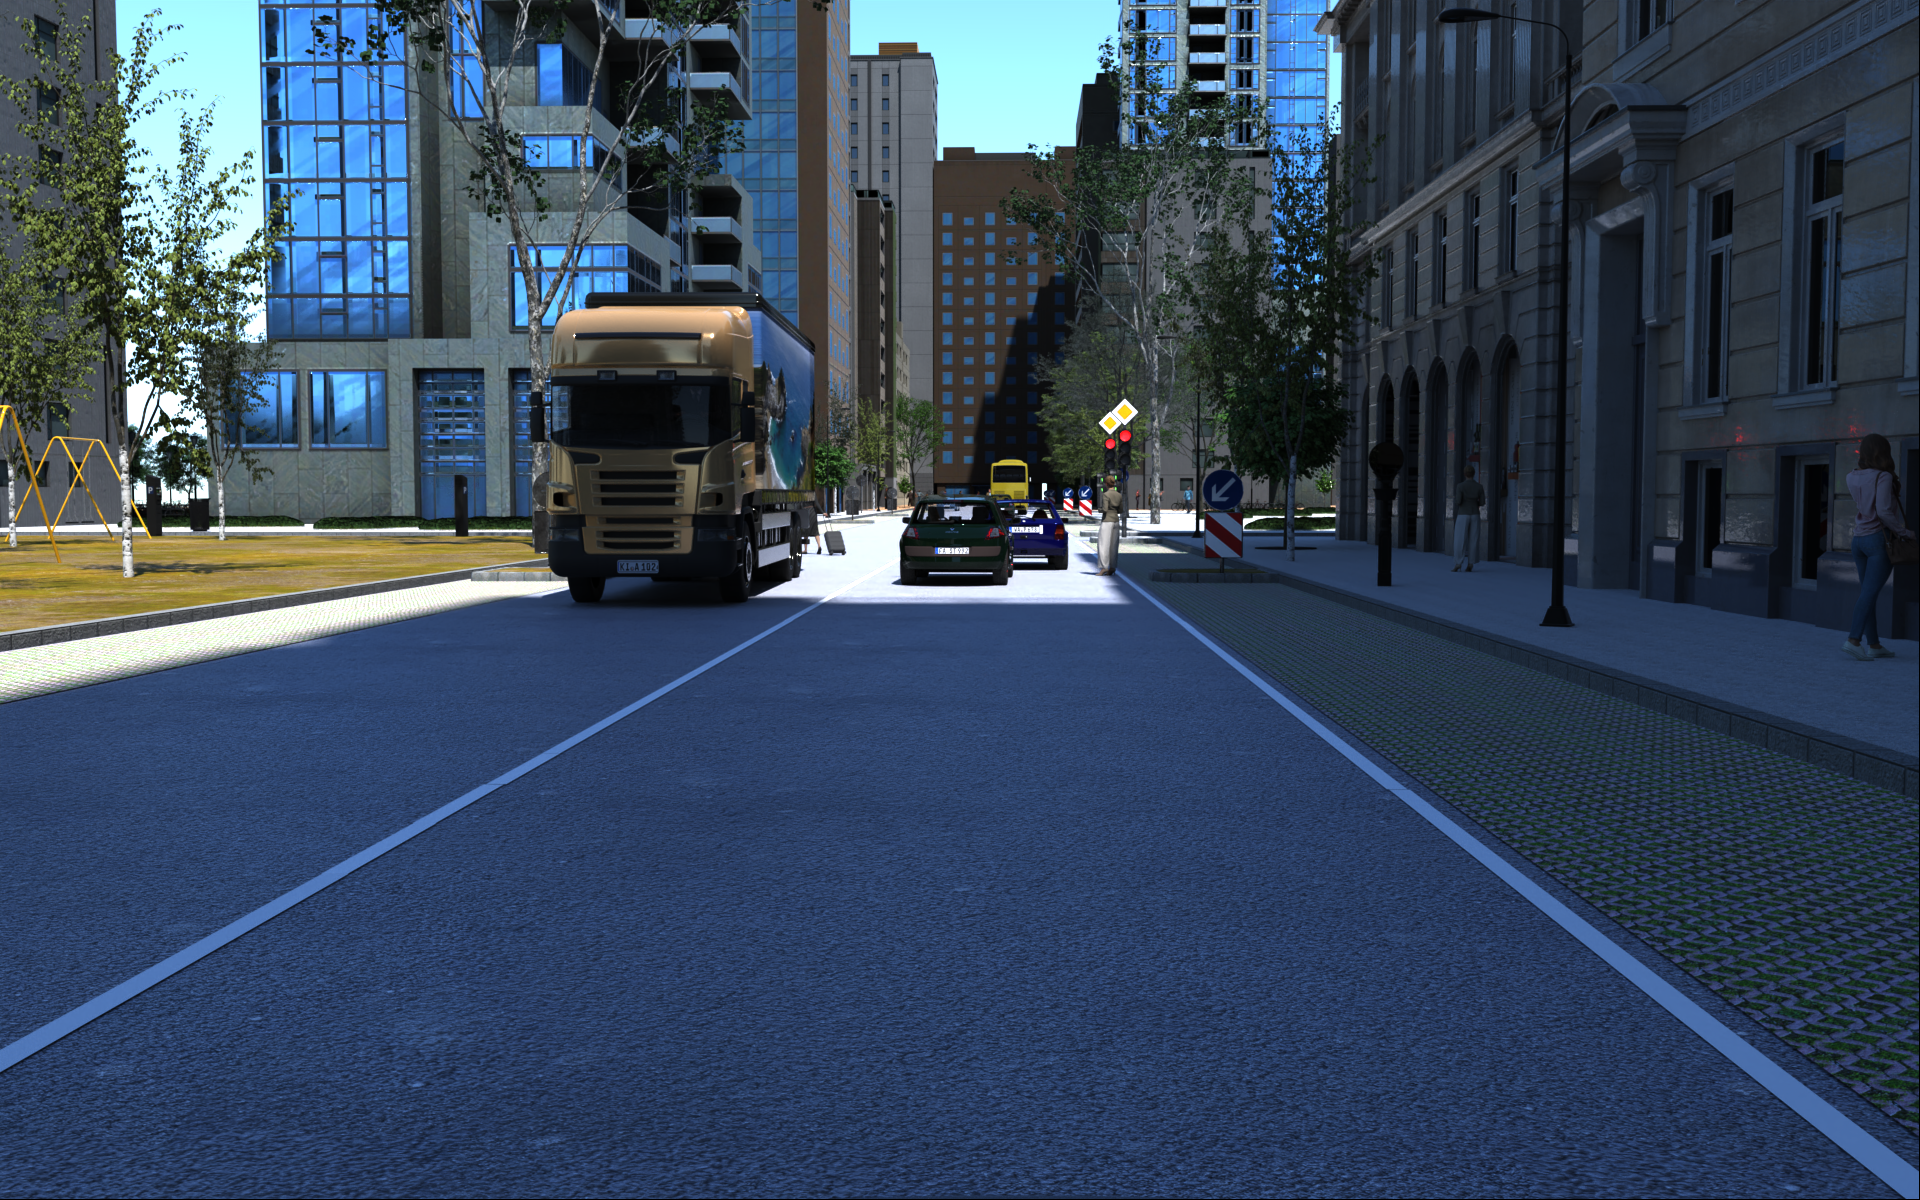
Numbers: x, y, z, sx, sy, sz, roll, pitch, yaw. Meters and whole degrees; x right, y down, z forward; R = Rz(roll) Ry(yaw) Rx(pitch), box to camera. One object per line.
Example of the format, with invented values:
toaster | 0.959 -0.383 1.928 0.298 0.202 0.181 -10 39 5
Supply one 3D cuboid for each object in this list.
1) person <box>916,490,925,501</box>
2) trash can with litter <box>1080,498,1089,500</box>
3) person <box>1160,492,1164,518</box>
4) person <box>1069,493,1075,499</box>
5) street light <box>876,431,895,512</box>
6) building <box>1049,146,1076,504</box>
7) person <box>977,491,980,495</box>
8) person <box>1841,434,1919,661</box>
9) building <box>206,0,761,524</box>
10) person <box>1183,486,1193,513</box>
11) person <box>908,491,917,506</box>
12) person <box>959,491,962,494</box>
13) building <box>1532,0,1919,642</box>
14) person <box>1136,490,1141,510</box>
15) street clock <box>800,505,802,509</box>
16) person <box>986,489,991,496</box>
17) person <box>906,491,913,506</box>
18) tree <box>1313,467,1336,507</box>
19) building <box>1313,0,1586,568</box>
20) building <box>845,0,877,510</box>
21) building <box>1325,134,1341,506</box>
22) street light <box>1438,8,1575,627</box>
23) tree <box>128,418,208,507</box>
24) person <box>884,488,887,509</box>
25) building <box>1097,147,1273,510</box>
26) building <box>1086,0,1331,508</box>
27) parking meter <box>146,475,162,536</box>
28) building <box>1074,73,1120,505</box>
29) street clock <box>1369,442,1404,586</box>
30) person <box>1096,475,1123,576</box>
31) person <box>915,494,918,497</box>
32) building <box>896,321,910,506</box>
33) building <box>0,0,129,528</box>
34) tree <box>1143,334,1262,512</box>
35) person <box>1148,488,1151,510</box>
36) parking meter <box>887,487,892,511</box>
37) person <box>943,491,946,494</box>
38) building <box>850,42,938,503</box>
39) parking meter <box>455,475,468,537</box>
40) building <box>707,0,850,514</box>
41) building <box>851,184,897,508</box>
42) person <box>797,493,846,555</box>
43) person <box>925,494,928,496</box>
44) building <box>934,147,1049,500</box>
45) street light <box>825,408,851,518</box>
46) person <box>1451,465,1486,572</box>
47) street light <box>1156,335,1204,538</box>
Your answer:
person | -4.921 -12.436 209.458 1.350 1.814 0.705 0 4 2
trash can with litter | 8.890 -6.863 123.604 0.624 1.170 1.055 1 4 9
person | 10.891 -5.409 94.841 0.716 1.782 0.532 3 5 44
person | 11.020 -9.915 171.393 0.697 1.427 0.421 0 4 -5
street light | -5.437 -9.443 126.936 1.470 5.913 1.316 0 4 2
building | 18.201 -35.217 225.903 14.200 45.320 14.600 0 4 2
person | 2.158 -12.124 207.454 1.217 1.743 0.721 -2 4 -33
person | 7.082 -0.418 13.469 0.643 1.750 0.593 -1 4 -11
building | -21.357 -47.236 84.979 22.319 86.520 31.000 0 4 2
person | 15.249 -6.695 115.373 0.638 1.841 0.748 3 5 41
person | -5.149 -11.026 187.044 1.217 1.736 0.721 3 4 36
person | 0.100 -11.508 196.665 0.705 1.822 1.348 0 4 -7
building | 14.424 -13.932 13.687 13.634 28.700 20.117 0 4 2
person | 14.206 -7.975 137.898 0.415 1.643 0.593 -1 4 -22
street clock | -7.699 -4.796 82.989 0.358 2.002 0.471 -2 4 -26
person | 2.233 -7.713 134.524 0.836 1.842 0.656 2 4 30
person | -5.296 -10.919 185.122 0.990 1.755 0.434 2 4 30
tree | 25.652 -7.797 122.086 1.663 3.219 1.824 0 3 0
building | 16.047 -11.900 36.371 13.314 21.916 24.055 0 4 2
building | -17.598 -43.244 145.295 20.563 71.187 20.611 0 4 2
building | 48.724 -31.543 199.314 14.086 41.232 14.154 0 4 2
street light | 5.273 -2.701 16.709 1.470 5.913 1.316 0 4 2
tree | -61.603 -9.849 123.929 11.467 7.101 20.602 0 4 4
person | -6.222 -8.635 147.362 0.705 1.807 1.348 1 4 15
building | 18.752 -23.030 148.245 14.160 30.474 14.107 0 4 2
building | 24.280 -52.368 168.880 22.319 86.520 31.000 0 4 2
parking meter | -24.514 -2.874 52.697 0.399 1.863 0.255 1 4 18
building | 24.083 -35.022 196.310 21.300 48.544 21.600 0 4 2
street clock | 5.926 -1.196 24.126 0.471 2.002 0.358 1 4 12
person | 2.615 -1.312 30.493 0.519 1.759 0.362 -3 5 -40
person | -5.154 -11.146 188.963 1.217 1.739 0.721 1 4 22
building | -20.926 -21.438 195.557 28.899 21.520 27.650 0 4 2
building | -43.114 -18.108 67.770 14.107 30.474 14.160 0 4 2
tree | 15.313 -11.226 109.307 9.928 11.665 9.643 0 3 0
person | 15.000 -7.956 136.854 0.721 1.736 1.217 1 4 14
parking meter | -5.479 -7.863 134.274 0.399 1.863 0.255 0 4 -4
person | -1.574 -9.996 172.382 0.683 1.767 0.568 0 4 -5
building | -17.113 -42.086 230.112 28.212 58.520 21.231 0 4 2
parking meter | -15.054 -2.850 52.308 0.255 1.863 0.399 1 4 10
building | -15.042 -28.531 116.593 14.600 45.320 14.200 0 4 2
building | -13.464 -23.978 163.740 14.160 30.474 14.107 0 4 2
person | -3.355 -1.969 40.904 0.699 1.804 1.509 -2 4 -33
person | -2.750 -8.303 147.483 0.599 1.433 0.991 -2 4 -32
building | 4.010 -35.249 226.435 14.200 45.320 14.600 0 4 2
street light | -6.571 -7.379 93.181 1.470 5.913 1.316 0 4 2
person | 8.389 -1.346 28.602 0.519 1.759 0.362 0 4 -1
street light | 6.431 -4.779 50.684 1.470 5.913 1.316 0 4 2
